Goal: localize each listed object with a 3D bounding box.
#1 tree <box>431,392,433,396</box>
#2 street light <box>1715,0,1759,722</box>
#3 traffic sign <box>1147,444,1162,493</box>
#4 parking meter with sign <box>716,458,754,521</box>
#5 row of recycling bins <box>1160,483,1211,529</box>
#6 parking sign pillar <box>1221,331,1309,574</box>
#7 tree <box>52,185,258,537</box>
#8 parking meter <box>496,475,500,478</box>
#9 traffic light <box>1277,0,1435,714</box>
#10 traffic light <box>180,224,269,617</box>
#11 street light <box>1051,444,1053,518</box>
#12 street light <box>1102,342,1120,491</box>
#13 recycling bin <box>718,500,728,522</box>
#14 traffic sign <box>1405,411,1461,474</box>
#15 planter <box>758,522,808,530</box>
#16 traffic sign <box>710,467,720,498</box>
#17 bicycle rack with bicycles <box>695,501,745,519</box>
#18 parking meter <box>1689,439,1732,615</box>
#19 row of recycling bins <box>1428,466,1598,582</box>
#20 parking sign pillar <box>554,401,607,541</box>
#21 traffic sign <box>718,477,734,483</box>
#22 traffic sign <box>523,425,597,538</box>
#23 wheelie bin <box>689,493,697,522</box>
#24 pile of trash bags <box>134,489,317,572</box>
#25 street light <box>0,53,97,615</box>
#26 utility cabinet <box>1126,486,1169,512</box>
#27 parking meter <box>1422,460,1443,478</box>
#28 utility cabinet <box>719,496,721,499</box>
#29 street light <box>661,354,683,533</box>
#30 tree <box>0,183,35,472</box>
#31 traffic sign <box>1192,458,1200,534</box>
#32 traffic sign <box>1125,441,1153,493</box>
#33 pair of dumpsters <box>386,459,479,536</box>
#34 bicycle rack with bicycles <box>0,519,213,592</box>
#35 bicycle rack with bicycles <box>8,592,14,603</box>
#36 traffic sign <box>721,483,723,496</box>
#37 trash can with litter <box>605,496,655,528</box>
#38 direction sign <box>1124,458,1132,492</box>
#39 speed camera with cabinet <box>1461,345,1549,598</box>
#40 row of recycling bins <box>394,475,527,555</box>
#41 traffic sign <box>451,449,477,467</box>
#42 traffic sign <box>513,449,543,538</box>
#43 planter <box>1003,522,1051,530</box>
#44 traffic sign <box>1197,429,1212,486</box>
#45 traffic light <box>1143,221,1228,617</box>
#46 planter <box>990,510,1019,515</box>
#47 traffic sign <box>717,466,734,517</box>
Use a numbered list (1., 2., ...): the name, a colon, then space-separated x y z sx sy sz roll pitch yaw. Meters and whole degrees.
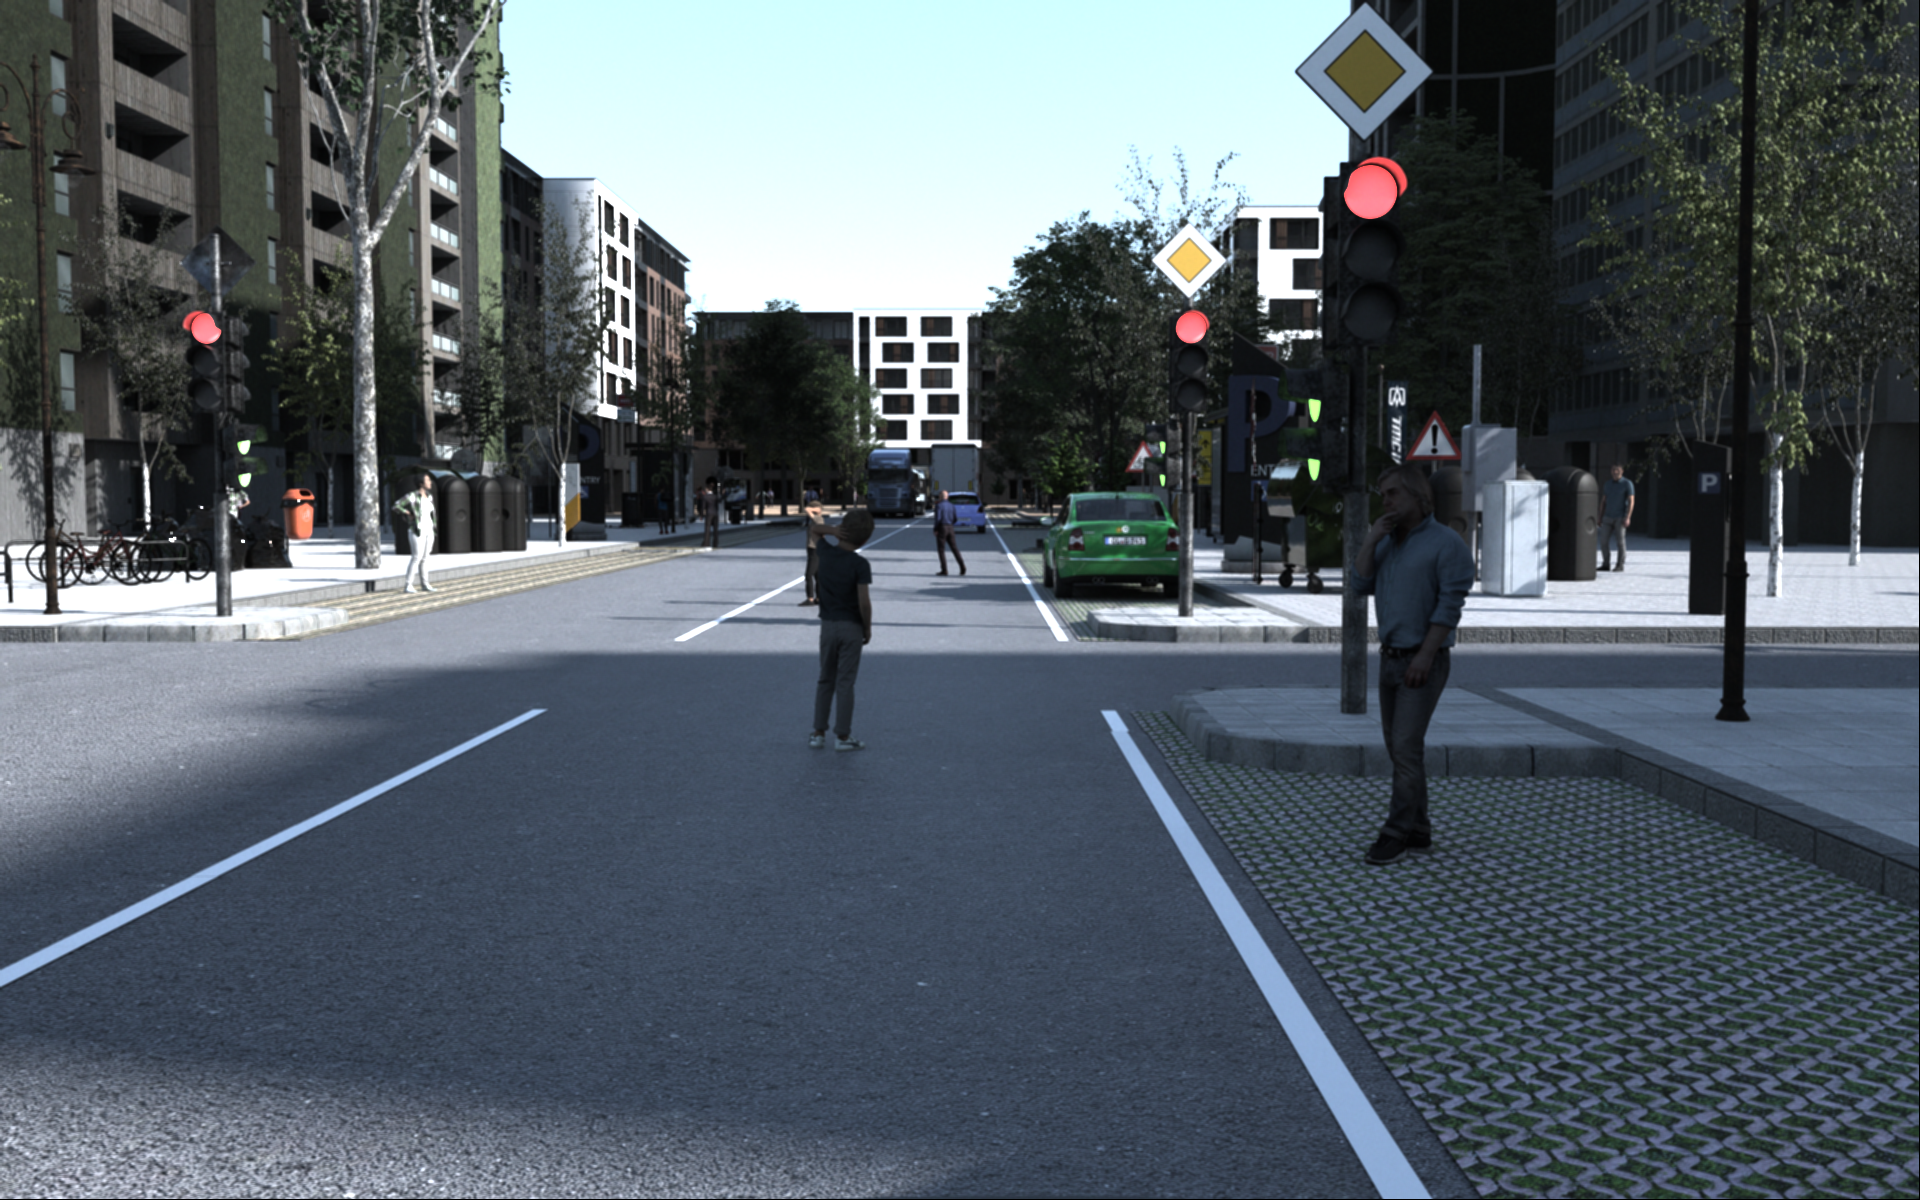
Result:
1. tree: -19.068 -7.227 68.524 4.360 8.622 3.978 0 3 0
2. street light: 4.393 -2.256 9.669 0.468 5.910 1.993 0 4 0
3. traffic sign: 4.898 -2.710 44.420 0.768 2.556 0.104 1 4 9
4. parking meter with sign: -10.773 -5.306 83.013 1.738 3.016 0.543 -1 4 -16
5. row of recycling bins: 8.425 -3.500 64.338 1.069 1.692 3.534 2 4 34
6. parking sign pillar: 5.015 -2.439 28.357 1.447 3.967 1.447 2 4 33
7. tree: -19.684 -5.621 42.259 4.360 8.622 3.978 0 3 0
8. parking meter: -13.904 -2.878 52.774 0.399 1.863 0.255 -1 4 -10
9. traffic light: 2.291 -1.292 10.048 0.839 4.253 0.868 0 4 0
10. traffic light: -7.714 -1.784 18.086 0.839 4.253 0.868 0 4 0
11. street light: 4.866 -7.279 91.793 0.468 5.910 1.993 0 4 0
12. street light: 4.595 -4.885 52.664 0.468 5.910 1.993 0 4 0
13. recycling bin: -11.046 -4.096 79.521 0.722 1.027 0.722 0 4 -2
14. traffic sign: 7.407 -1.657 27.089 0.884 2.594 0.081 1 4 10
15. planter: -7.075 -3.003 70.245 1.991 0.319 1.994 0 4 0
16. traffic sign: -11.238 -4.917 80.494 0.768 2.556 0.104 0 4 1
17. bicycle rack with bicycles: -12.126 -4.646 89.348 2.852 0.926 2.925 -2 4 -35
18. parking meter: 8.011 -0.778 18.438 0.399 1.863 0.255 3 4 37
19. row of recycling bins: 7.716 -1.133 25.637 3.534 1.692 1.069 0 4 -7
20. parking sign pillar: -10.559 -3.647 48.103 1.447 3.967 1.447 -2 4 -29
21. traffic sign: -10.795 -4.904 80.176 0.884 2.594 0.081 0 4 4
22. traffic sign: -11.754 -3.488 50.899 2.265 3.308 0.079 0 4 8
23. wheelie bin: -12.508 -4.372 79.385 0.980 1.594 0.693 1 4 21
24. pile of trash bags: -12.456 -1.243 30.078 1.912 1.369 3.447 1 4 18
25. street light: -9.704 -2.786 18.343 0.468 5.910 1.993 0 4 0
26. utility cabinet: 5.230 -2.431 48.424 1.173 1.500 0.318 0 4 2
27. parking meter: 7.842 -1.411 28.784 0.255 1.863 0.399 2 4 32
28. utility cabinet: -11.793 -4.479 84.387 0.306 1.237 1.020 0 4 4
29. street light: -9.513 -5.169 57.295 0.468 5.910 1.993 0 4 0
30. tree: -20.467 -5.142 34.438 4.737 8.622 4.395 0 3 0
31. traffic sign: 7.687 -3.406 55.687 0.884 2.594 0.081 0 4 7
32. traffic sign: 4.453 -2.578 42.148 0.884 2.594 0.081 0 4 6
33. pair of dumpsters: -13.894 -2.670 46.141 1.574 2.255 4.437 0 4 1
34. bicycle rack with bicycles: -12.217 -0.708 24.963 2.852 0.926 2.925 3 5 40
35. bicycle rack with bicycles: -12.258 -0.369 19.420 2.852 0.926 2.925 0 4 4
36. traffic sign: -11.302 -5.031 82.261 0.884 2.594 0.081 0 4 3
37. trash can with litter: -12.808 -3.341 65.687 2.233 1.210 1.678 0 4 8
38. direction sign: 8.633 -5.998 90.068 0.876 3.537 0.379 -3 5 -40
39. speed camera with cabinet: 7.016 -1.712 22.332 0.660 3.252 2.038 0 4 2
40. row of recycling bins: -10.810 -1.878 37.818 1.069 1.692 3.534 2 4 29
41. traffic sign: -13.931 -2.968 48.625 0.768 2.556 0.104 0 4 5
42. traffic sign: -12.512 -3.067 50.148 0.884 2.594 0.081 0 4 8
43. planter: 2.746 -2.973 69.747 1.991 0.319 1.994 0 4 0
44. traffic sign: 8.550 -3.696 54.299 2.265 3.308 0.079 0 4 1
45. traffic light: 2.347 -1.781 18.032 0.839 4.253 0.868 0 4 0
46. planter: 3.093 -6.044 119.958 1.991 0.319 1.994 0 4 0
47. traffic sign: -10.583 -4.772 78.127 0.768 2.556 0.104 0 4 4
